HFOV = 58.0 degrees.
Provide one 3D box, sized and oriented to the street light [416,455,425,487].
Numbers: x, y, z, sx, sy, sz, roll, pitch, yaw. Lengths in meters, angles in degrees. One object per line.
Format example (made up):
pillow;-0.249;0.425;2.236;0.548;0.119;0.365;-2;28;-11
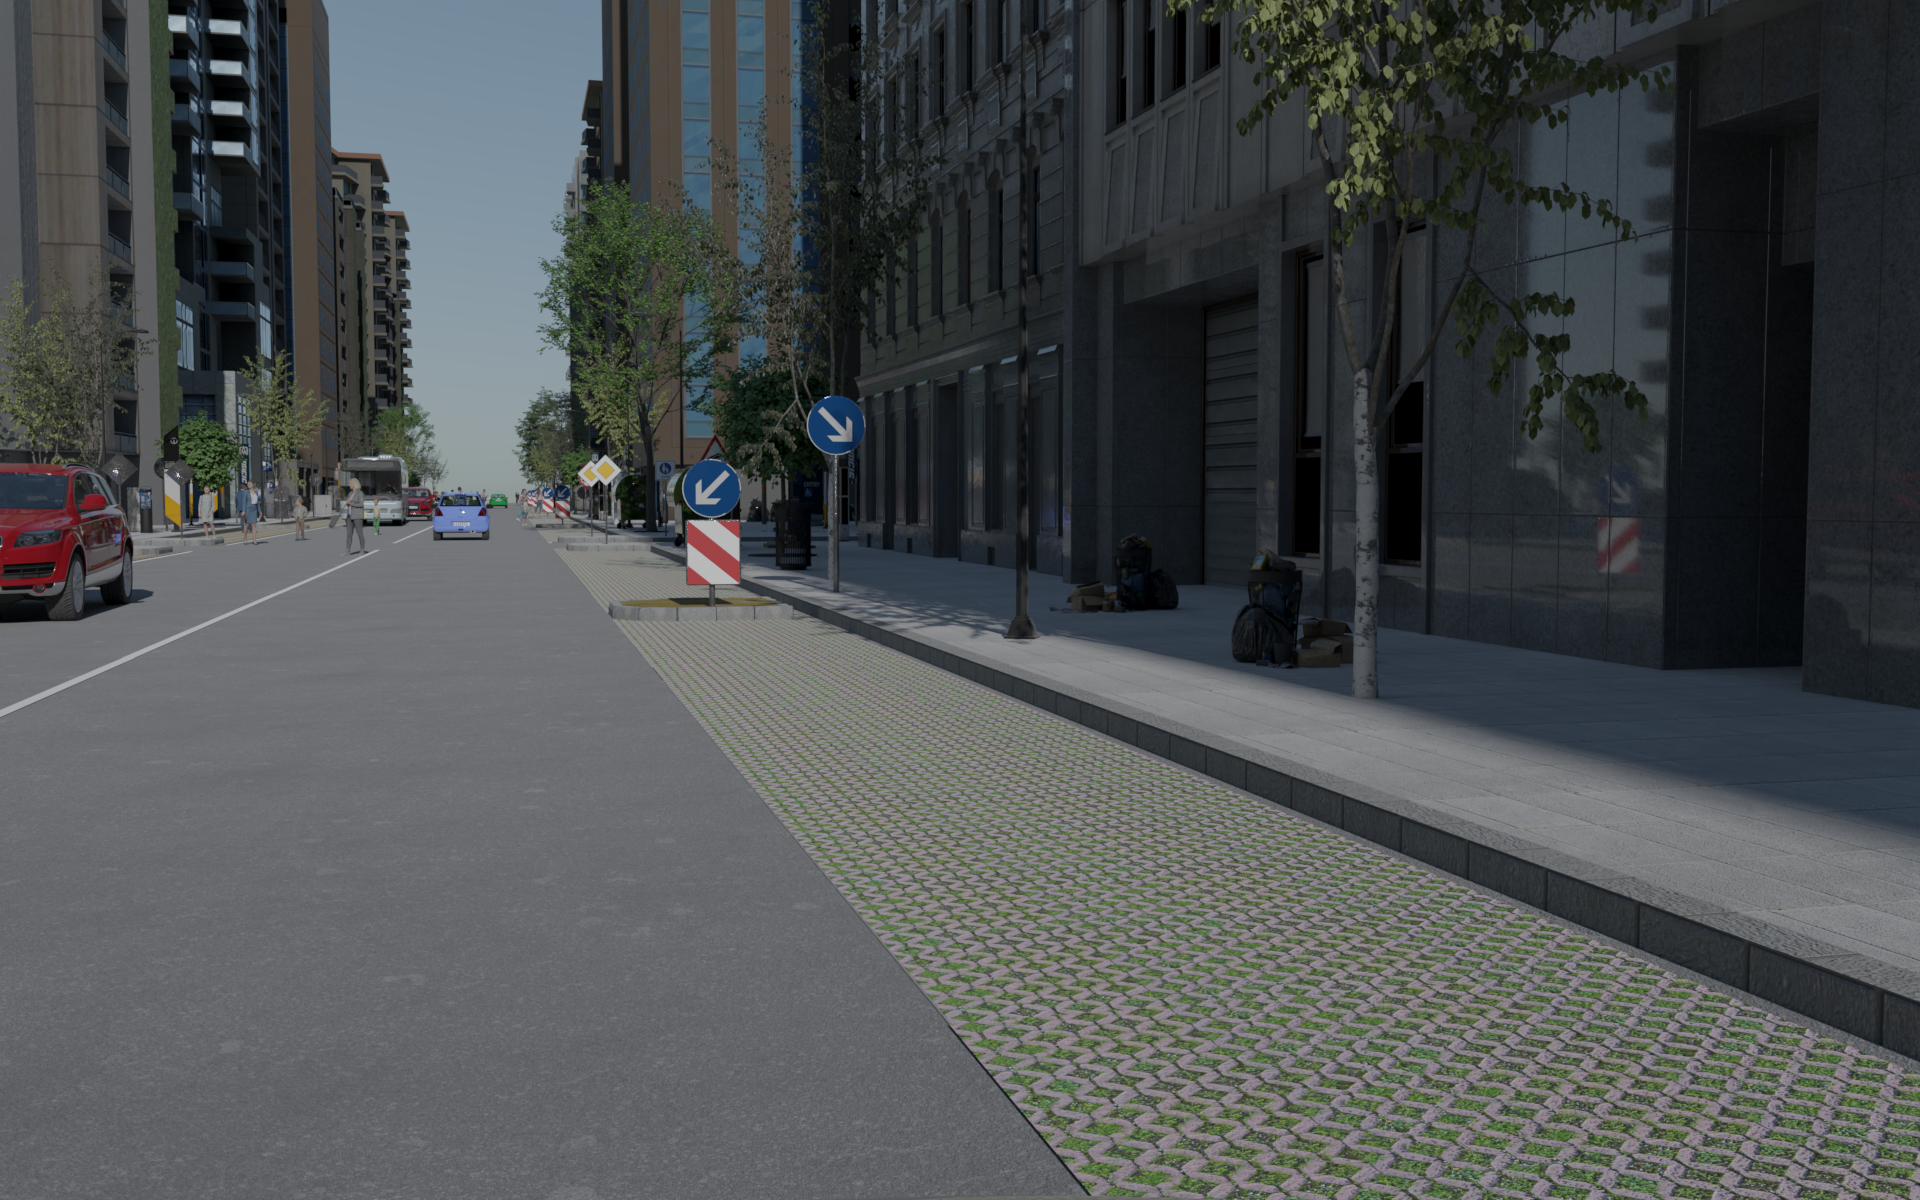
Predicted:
street light;-63.993;-14.158;204.019;1.470;5.913;1.316;-1;4;-15

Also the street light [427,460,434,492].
street light;-71.855;-15.998;234.101;1.470;5.913;1.316;-1;4;-15

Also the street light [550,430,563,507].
street light;-28.697;-9.325;125.004;1.470;5.913;1.316;-1;4;-15

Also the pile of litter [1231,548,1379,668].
pile of litter;2.707;0.028;13.511;1.176;0.858;1.719;3;4;37

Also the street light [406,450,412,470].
street light;-58.346;-12.817;182.094;1.470;5.913;1.316;-1;4;-15

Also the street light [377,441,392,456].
street light;-50.557;-10.987;152.182;1.470;5.913;1.316;-1;4;-15

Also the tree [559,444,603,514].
tree;-24.615;-7.930;113.364;4.285;4.588;4.351;0;3;0

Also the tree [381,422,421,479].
tree;-57.708;-13.907;177.745;4.737;8.622;4.395;0;3;0

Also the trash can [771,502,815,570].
trash can;-2.821;-1.079;29.300;0.748;1.137;0.748;0;3;0

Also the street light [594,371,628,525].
street light;-12.990;-5.654;64.991;1.470;5.913;1.316;-1;4;-15

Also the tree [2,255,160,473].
tree;-26.524;-6.242;52.427;4.360;8.622;3.978;0;3;0

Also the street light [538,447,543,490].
street light;-40.272;-12.041;169.409;1.470;5.913;1.316;-1;4;-15

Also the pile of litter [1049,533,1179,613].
pile of litter;1.722;-0.325;19.272;1.719;0.858;1.176;-2;4;-23

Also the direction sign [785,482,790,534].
direction sign;-5.488;-3.888;55.573;0.379;3.537;0.876;-2;4;-27

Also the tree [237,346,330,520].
tree;-34.096;-8.345;86.809;4.737;8.622;4.395;0;3;0

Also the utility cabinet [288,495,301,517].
utility cabinet;-36.520;-5.136;95.132;1.020;1.237;0.306;3;5;44

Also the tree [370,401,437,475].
tree;-61.641;-16.269;191.747;9.928;11.665;9.643;0;3;0

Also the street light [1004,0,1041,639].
street light;0.029;-2.605;15.133;1.470;5.913;1.316;-1;4;-15

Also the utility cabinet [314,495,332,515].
utility cabinet;-38.928;-5.786;105.766;1.020;1.237;0.306;-3;5;-44

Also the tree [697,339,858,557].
tree;-3.751;-3.183;35.762;4.285;4.588;4.351;0;3;0

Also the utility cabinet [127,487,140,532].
utility cabinet;-27.839;-3.053;58.600;0.318;1.500;1.173;-3;5;-39

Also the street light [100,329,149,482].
street light;-23.492;-4.659;48.713;1.470;5.913;1.316;-1;4;-15

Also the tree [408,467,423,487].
tree;-65.835;-13.653;206.941;4.285;4.588;4.351;0;3;0

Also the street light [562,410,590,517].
street light;-20.942;-7.512;95.365;1.470;5.913;1.316;-1;4;-15

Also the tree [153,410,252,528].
tree;-28.761;-5.037;66.063;4.285;4.588;4.351;0;3;0

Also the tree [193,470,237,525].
tree;-31.597;-4.783;72.804;1.663;3.219;1.824;0;3;0

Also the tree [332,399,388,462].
tree;-47.078;-11.317;135.398;4.360;8.622;3.978;0;3;0

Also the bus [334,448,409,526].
bus;-27.244;-5.257;80.818;2.948;3.499;13.247;-1;4;-16

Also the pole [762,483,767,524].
pole;-8.293;-4.859;73.291;0.158;3.312;0.155;0;3;0

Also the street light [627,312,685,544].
street light;-7.708;-4.404;44.542;1.470;5.913;1.316;-1;4;-15

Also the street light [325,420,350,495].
street light;-39.105;-8.317;108.518;1.470;5.913;1.316;-1;4;-15

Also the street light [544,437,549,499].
street light;-32.690;-10.248;140.087;1.470;5.913;1.316;-1;4;-15

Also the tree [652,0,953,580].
tree;-2.099;-4.614;25.803;4.360;8.622;3.978;0;3;0

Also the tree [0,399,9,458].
tree;-21.572;-3.180;35.709;4.285;4.588;4.351;0;3;0

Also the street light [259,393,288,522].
street light;-31.400;-6.525;79.228;1.470;5.913;1.316;-1;4;-15

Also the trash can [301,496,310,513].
trash can;-41.204;-5.938;108.737;0.748;1.137;0.748;0;3;0

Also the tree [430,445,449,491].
tree;-74.909;-17.840;242.043;4.360;8.622;3.978;0;3;0

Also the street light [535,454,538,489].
street light;-47.904;-13.833;198.717;1.470;5.913;1.316;-1;4;-15

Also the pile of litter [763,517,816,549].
pile of litter;-4.064;-1.672;41.303;1.176;0.858;1.719;-1;4;-20

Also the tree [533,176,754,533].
tree;-10.526;-8.079;57.851;9.928;11.665;9.643;0;3;0

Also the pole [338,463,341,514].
pole;-40.461;-7.288;112.998;0.158;3.312;0.155;0;3;0

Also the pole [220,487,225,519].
pole;-37.646;-5.780;88.347;0.158;3.312;0.155;0;3;0

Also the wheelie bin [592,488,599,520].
wheelie bin;-18.174;-4.855;87.285;0.693;1.594;0.980;-1;4;-10

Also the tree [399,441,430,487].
tree;-68.716;-16.245;215.966;4.360;8.622;3.978;0;3;0

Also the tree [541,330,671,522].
tree;-15.515;-7.825;78.296;4.737;8.622;4.395;0;3;0

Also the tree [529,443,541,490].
tree;-46.333;-14.982;195.320;4.737;8.622;4.395;0;3;0

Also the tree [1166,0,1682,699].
tree;2.582;-3.674;10.439;4.737;8.622;4.395;0;3;0

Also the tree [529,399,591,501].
tree;-30.266;-11.182;133.183;4.360;8.622;3.978;0;3;0
